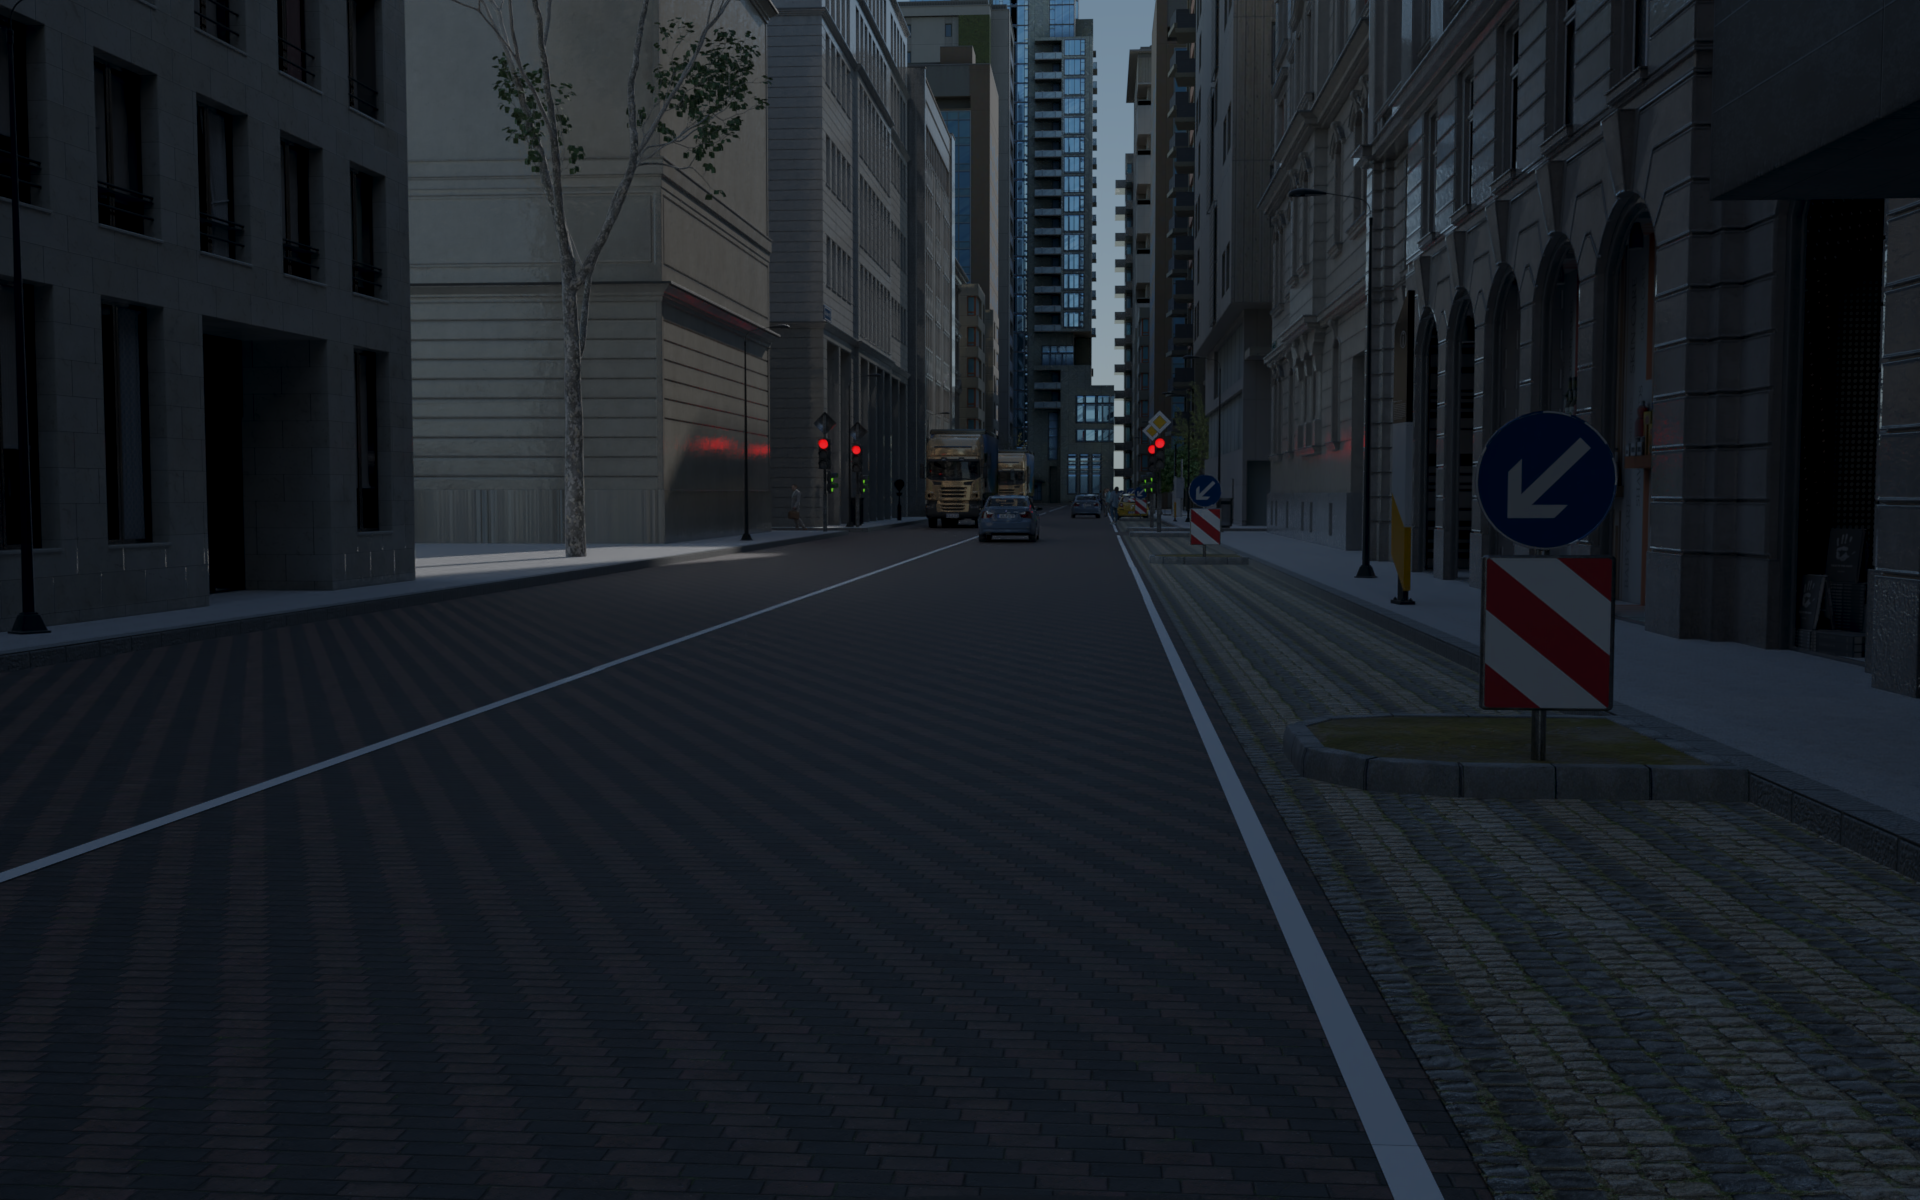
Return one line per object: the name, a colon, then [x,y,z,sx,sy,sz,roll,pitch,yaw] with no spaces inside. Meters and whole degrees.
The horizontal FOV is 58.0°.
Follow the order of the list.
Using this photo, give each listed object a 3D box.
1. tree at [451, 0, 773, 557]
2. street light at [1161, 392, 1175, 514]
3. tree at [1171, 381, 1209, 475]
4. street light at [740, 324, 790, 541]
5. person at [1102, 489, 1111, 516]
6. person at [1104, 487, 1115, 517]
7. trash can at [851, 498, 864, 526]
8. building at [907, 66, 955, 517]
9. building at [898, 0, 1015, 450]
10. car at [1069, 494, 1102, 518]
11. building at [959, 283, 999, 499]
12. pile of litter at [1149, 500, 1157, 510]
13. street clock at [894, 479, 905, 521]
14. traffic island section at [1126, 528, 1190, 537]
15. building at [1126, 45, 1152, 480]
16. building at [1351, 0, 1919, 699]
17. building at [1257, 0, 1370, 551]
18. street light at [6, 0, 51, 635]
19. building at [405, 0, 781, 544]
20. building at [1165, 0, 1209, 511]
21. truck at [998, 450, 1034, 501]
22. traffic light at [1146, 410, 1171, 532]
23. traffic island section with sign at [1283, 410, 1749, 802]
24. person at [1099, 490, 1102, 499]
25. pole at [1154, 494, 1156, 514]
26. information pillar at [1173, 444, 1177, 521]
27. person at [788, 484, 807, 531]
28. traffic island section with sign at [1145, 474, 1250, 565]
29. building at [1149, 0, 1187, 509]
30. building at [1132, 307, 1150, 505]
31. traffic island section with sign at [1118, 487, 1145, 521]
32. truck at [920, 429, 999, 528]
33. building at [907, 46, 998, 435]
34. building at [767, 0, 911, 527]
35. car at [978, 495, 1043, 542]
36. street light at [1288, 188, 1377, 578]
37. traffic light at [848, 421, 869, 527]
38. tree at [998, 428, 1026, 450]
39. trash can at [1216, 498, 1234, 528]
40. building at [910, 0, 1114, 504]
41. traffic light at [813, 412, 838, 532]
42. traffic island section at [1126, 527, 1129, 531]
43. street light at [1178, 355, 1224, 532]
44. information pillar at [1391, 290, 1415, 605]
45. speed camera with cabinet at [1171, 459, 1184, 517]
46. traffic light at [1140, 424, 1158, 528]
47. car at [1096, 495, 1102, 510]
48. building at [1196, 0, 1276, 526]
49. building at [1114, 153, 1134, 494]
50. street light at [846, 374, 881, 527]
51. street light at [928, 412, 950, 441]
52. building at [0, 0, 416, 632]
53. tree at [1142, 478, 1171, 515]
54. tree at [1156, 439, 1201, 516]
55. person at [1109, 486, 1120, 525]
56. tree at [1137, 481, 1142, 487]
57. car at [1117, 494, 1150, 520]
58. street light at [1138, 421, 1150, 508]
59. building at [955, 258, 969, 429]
tree: [-6.612,-10.897,34.063,12.611,20.169,13.585,0,3,0]
street light: [9.881,-6.507,78.927,1.470,5.913,1.316,0,4,5]
tree: [15.546,-9.758,109.910,4.737,8.622,4.395,0,3,0]
street light: [-5.357,-4.592,47.617,1.470,5.913,1.316,0,4,5]
person: [9.603,-6.423,113.785,0.520,1.790,0.573,-1,4,-21]
person: [9.198,-6.014,106.690,0.748,1.841,0.638,2,4,26]
trash can: [-4.221,-3.590,70.356,0.748,1.137,0.748,0,3,0]
building: [-7.128,-17.647,106.543,12.078,24.808,19.932,0,4,5]
building: [-7.796,-40.692,207.308,28.212,58.520,21.231,0,4,5]
car: [7.526,-5.610,103.729,2.014,1.417,4.499,0,4,3]
building: [-11.120,-19.131,157.837,27.650,21.520,28.899,0,4,5]
pile of litter: [15.260,-7.625,138.637,1.176,0.858,1.719,0,4,4]
street clock: [-2.944,-4.857,83.980,0.471,2.002,0.358,-1,4,-20]
traffic island section: [6.721,-2.205,58.337,2.009,0.180,2.903,0,4,5]
building: [33.781,-37.435,201.305,28.713,52.752,27.495,0,4,5]
building: [12.767,-10.973,21.208,13.314,21.916,24.055,0,4,5]
building: [15.517,-15.772,45.265,14.401,28.519,23.554,0,4,5]
street light: [-8.042,-2.642,15.741,1.470,5.913,1.316,0,4,5]
building: [-21.188,-13.389,52.189,30.059,22.955,16.112,0,4,5]
building: [26.301,-28.773,125.058,22.147,44.769,28.867,0,4,5]
truck: [3.309,-7.527,111.975,2.839,4.237,11.283,0,4,5]
traffic light: [6.681,-4.239,58.226,0.839,4.253,0.868,0,4,5]
traffic island section with sign: [2.745,-0.025,9.031,1.989,1.847,2.006,0,4,5]
person: [13.127,-9.381,161.954,0.705,1.814,1.350,2,4,26]
pole: [12.589,-7.253,112.434,0.158,3.312,0.155,0,3,0]
information pillar: [10.086,-5.494,81.173,0.183,3.616,0.504,0,4,4]
person: [-6.117,-3.417,64.490,0.853,1.813,0.709,-2,4,-33]
traffic island section with sign: [4.926,-1.668,35.898,1.989,1.847,2.006,0,4,5]
building: [23.845,-30.702,152.082,14.600,45.320,14.200,0,4,5]
building: [31.512,-20.106,173.772,27.650,21.520,28.899,0,4,5]
traffic island section with sign: [9.350,-5.027,90.815,1.989,1.847,2.006,0,4,5]
truck: [0.126,-5.392,77.066,2.839,4.237,11.283,0,4,5]
building: [-3.378,-32.291,178.068,14.600,45.320,14.200,0,4,5]
building: [-9.447,-18.585,81.357,11.434,29.767,29.804,0,4,5]
car: [1.521,-2.510,53.045,2.014,1.417,4.499,0,4,4]
street light: [5.688,-3.297,26.448,1.470,5.913,1.316,0,4,5]
traffic light: [-3.954,-4.780,67.075,0.839,4.253,0.868,0,4,5]
tree: [5.655,-14.874,193.558,4.360,8.622,3.978,0,3,0]
trash can: [9.989,-3.292,65.481,0.748,1.137,0.748,0,3,0]
building: [5.436,-56.403,234.853,31.000,86.520,22.319,0,4,5]
traffic light: [-4.595,-4.293,59.115,0.839,4.253,0.868,0,4,5]
traffic island section: [7.362,-2.692,66.296,2.009,0.180,2.903,0,4,5]
street light: [8.158,-5.233,58.095,1.470,5.913,1.316,0,4,5]
information pillar: [5.158,-1.762,20.166,0.183,3.616,0.504,0,4,-4]
speed camera with cabinet: [12.329,-6.350,98.161,0.660,3.252,2.038,0,4,4]
traffic light: [7.323,-4.726,66.186,0.839,4.253,0.868,0,4,5]
car: [11.726,-8.613,153.404,1.945,1.354,3.894,0,4,5]
building: [24.407,-29.890,77.939,27.495,52.752,28.713,0,4,5]
building: [36.192,-37.617,234.641,30.456,49.044,23.786,0,4,5]
street light: [-3.739,-5.776,66.982,1.470,5.913,1.316,0,4,5]
street light: [-1.270,-7.681,98.127,1.470,5.913,1.316,0,4,5]
building: [-13.947,-9.937,17.225,10.420,20.320,16.860,0,4,5]
tree: [12.634,-6.878,107.062,1.663,3.219,1.824,0,3,0]
tree: [12.848,-7.299,103.049,4.285,4.588,4.351,0,3,0]
person: [7.258,-4.438,81.332,0.793,1.790,0.793,1,4,20]
tree: [15.825,-9.186,144.790,1.663,3.219,1.824,0,3,0]
car: [9.524,-5.233,95.788,2.015,1.641,3.980,0,4,4]
street light: [12.212,-8.399,109.860,1.470,5.913,1.316,0,4,5]
building: [-5.866,-17.793,127.080,11.583,22.565,21.152,0,4,5]
